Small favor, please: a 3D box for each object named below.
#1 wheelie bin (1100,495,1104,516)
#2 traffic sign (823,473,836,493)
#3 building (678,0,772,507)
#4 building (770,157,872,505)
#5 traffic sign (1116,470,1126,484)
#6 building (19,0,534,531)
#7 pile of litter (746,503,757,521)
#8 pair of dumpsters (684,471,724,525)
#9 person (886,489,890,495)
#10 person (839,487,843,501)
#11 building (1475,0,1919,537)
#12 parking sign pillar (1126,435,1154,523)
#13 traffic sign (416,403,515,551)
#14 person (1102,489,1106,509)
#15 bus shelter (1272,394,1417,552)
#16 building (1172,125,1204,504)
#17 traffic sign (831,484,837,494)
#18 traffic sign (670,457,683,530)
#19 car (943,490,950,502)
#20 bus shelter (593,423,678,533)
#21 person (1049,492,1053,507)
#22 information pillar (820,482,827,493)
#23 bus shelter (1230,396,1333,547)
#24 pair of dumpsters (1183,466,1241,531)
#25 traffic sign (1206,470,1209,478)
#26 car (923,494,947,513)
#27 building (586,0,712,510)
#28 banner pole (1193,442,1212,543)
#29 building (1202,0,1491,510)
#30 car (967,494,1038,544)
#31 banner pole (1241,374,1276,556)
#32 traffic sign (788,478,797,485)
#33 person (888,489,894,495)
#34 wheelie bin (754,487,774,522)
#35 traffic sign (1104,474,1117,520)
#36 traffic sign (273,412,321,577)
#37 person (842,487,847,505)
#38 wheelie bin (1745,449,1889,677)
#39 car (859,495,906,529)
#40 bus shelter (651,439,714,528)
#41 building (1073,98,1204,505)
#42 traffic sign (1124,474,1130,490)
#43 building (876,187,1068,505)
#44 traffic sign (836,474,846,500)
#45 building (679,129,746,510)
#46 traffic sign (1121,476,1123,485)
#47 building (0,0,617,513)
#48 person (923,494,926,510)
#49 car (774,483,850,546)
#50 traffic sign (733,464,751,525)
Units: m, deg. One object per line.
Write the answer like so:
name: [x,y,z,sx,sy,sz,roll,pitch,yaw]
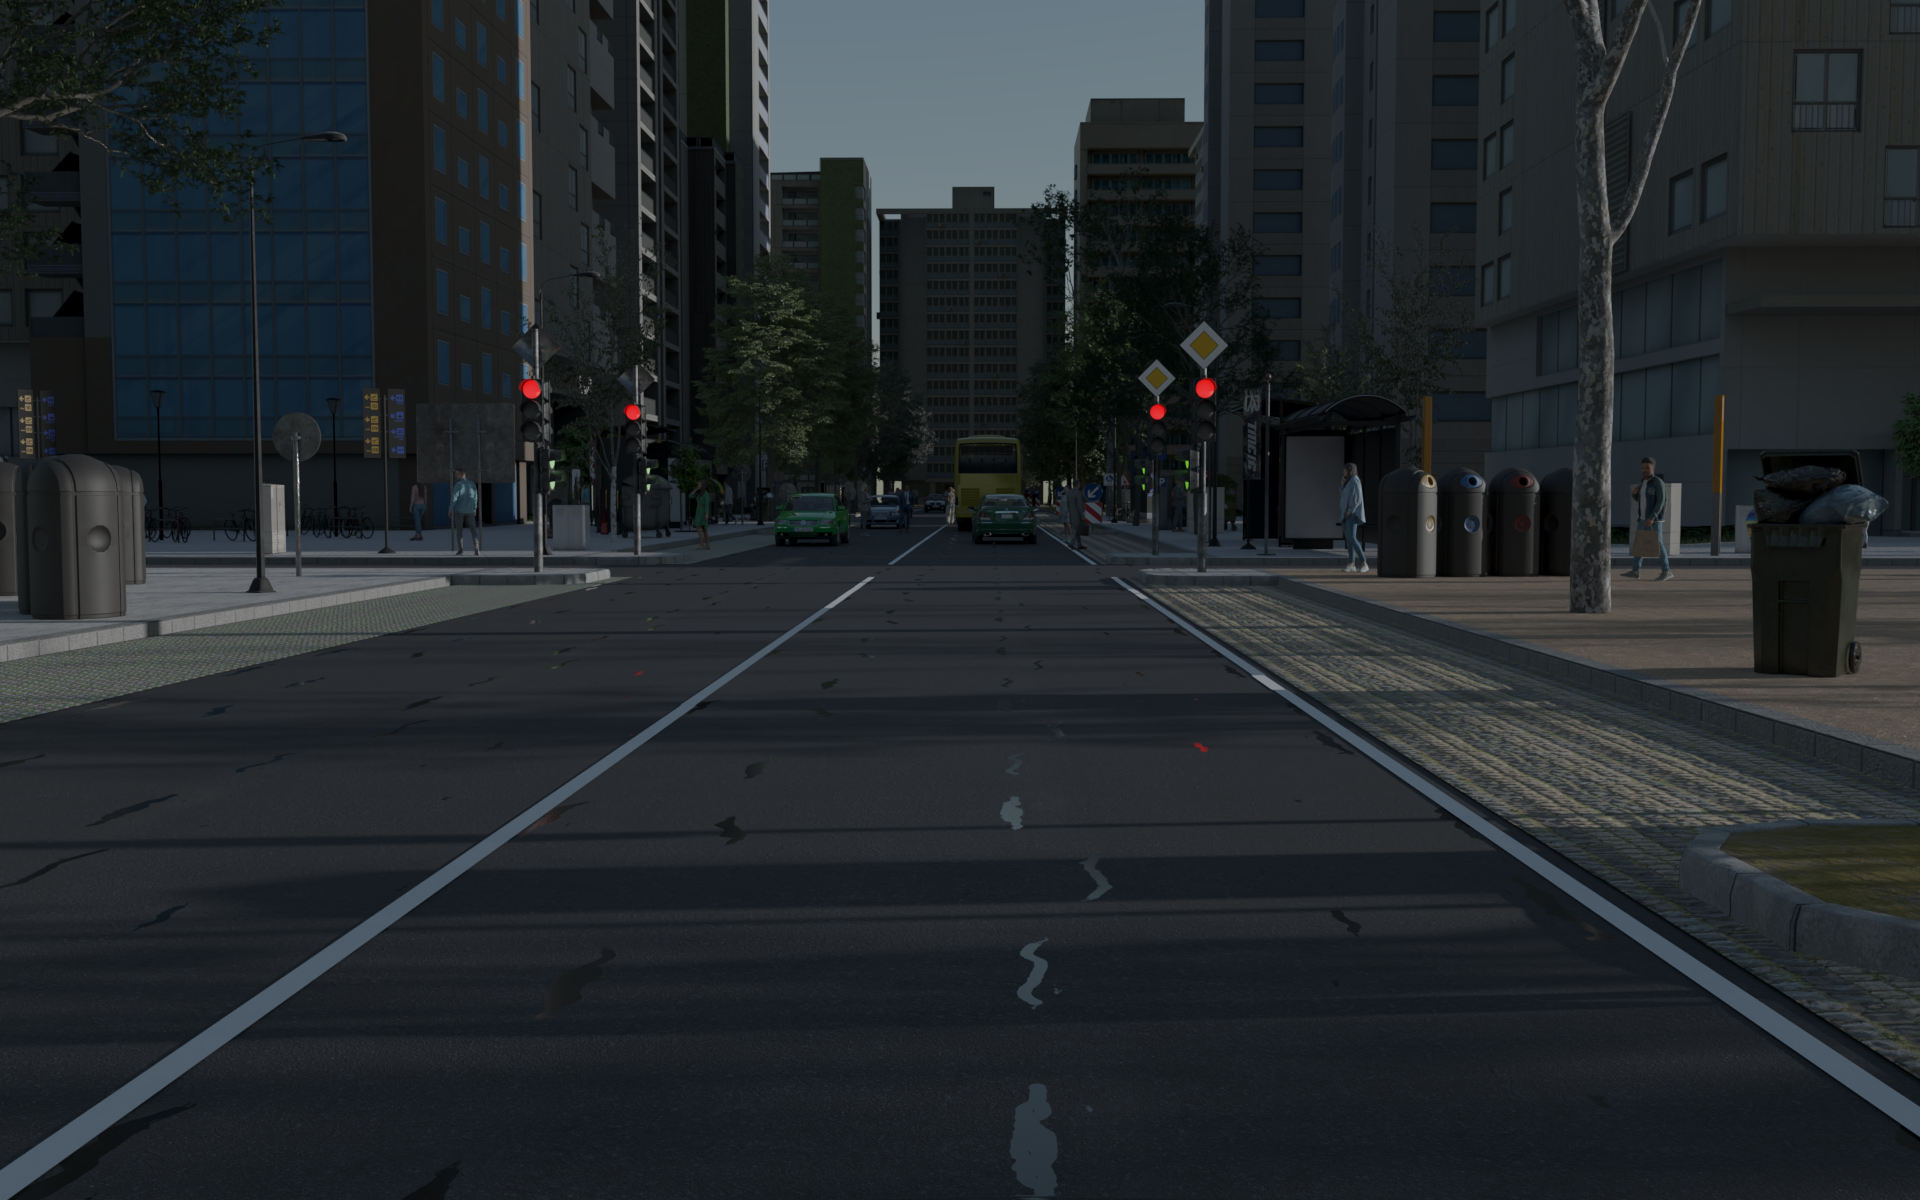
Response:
wheelie bin: [7.940,-5.665,100.539,0.693,1.594,0.980,-1,4,-15]
traffic sign: [-7.791,-6.305,103.186,0.768,2.556,0.104,0,4,7]
building: [-32.653,-38.129,165.405,28.212,58.520,21.231,0,4,1]
building: [-18.139,-32.393,213.220,14.086,41.232,14.154,0,4,1]
traffic sign: [7.987,-5.375,87.881,0.884,2.594,0.081,0,4,3]
building: [-25.236,-25.455,66.296,14.600,45.320,14.200,0,4,1]
pile of litter: [-9.730,-4.259,83.600,1.176,0.858,1.719,0,4,-8]
pair of dumpsters: [-10.903,-4.266,72.245,1.574,2.255,4.437,0,4,1]
person: [-7.440,-10.894,184.095,1.348,1.831,0.705,-2,4,-27]
person: [-9.312,-8.039,137.485,0.705,1.824,1.348,-3,5,-42]
building: [35.290,-28.875,61.348,27.495,52.752,28.713,0,4,1]
parking sign pillar: [8.069,-5.387,76.557,1.447,3.967,1.447,-2,4,-29]
traffic sign: [-11.103,-2.754,38.901,2.265,3.308,0.079,0,4,5]
person: [12.113,-8.506,145.923,0.742,1.727,0.445,-1,4,-9]
bus shelter: [8.245,-2.679,37.732,2.014,3.302,5.546,0,4,1]
building: [35.069,-28.813,162.978,32.217,40.220,23.993,0,4,1]
traffic sign: [-8.085,-6.789,111.107,0.768,2.556,0.104,0,4,2]
traffic sign: [-9.643,-3.656,59.881,0.768,2.556,0.104,0,4,3]
car: [-0.829,-10.223,175.822,2.281,1.827,5.304,0,4,1]
bus shelter: [-11.180,-4.210,60.115,1.731,3.624,6.357,0,4,1]
person: [8.959,-9.921,168.780,0.750,1.759,0.617,3,5,43]
information pillar: [-8.384,-6.228,106.323,0.304,2.012,0.304,1,4,19]
bus shelter: [8.265,-3.274,44.817,1.731,3.624,6.357,0,4,1]
pair of dumpsters: [8.950,-3.621,61.694,1.574,2.255,4.437,0,4,1]
traffic sign: [8.154,-3.634,59.416,0.884,2.594,0.081,0,4,2]
car: [-1.868,-7.637,134.651,2.009,1.686,4.222,0,4,0]
building: [-28.630,-41.802,121.708,20.563,71.187,20.611,0,4,1]
banner pole: [6.427,-3.402,45.636,0.401,3.779,0.863,-3,4,-37]
building: [29.760,-36.335,136.081,21.231,58.520,28.212,0,4,1]
car: [1.291,-2.414,51.273,2.131,1.459,4.920,0,4,-1]
banner pole: [6.251,-2.832,36.326,0.401,3.779,0.863,-3,5,-44]
traffic sign: [-10.404,-6.454,107.644,0.606,2.300,0.079,1,4,8]
person: [-5.091,-7.427,129.801,0.709,1.838,0.599,1,4,19]
wheelie bin: [-9.041,-4.401,79.867,0.980,1.594,0.693,0,4,6]
traffic sign: [7.468,-5.162,86.529,0.606,2.300,0.079,0,4,2]
traffic sign: [-10.300,-1.639,26.903,0.768,2.556,0.104,0,4,4]
person: [-8.489,-7.396,127.100,0.705,1.807,1.348,0,4,5]
wheelie bin: [6.059,-0.271,12.345,0.980,1.594,0.693,3,5,41]
car: [-3.224,-3.742,73.177,2.014,1.417,4.499,0,4,1]
bus shelter: [-10.917,-4.471,67.019,2.014,3.302,5.546,0,4,1]
building: [24.832,-36.200,215.567,21.600,48.544,21.300,0,4,1]
traffic sign: [10.603,-6.840,111.844,0.884,2.594,0.081,1,4,9]
building: [1.648,-32.400,221.619,23.993,40.220,32.217,0,4,1]
traffic sign: [-7.514,-6.649,108.816,0.768,2.556,0.104,0,4,6]
building: [-25.394,-22.540,140.223,14.160,30.474,14.107,0,4,1]
traffic sign: [7.885,-5.172,86.696,0.606,2.300,0.079,1,4,9]
building: [-34.663,-30.935,95.032,28.713,52.752,27.495,0,4,1]
person: [-3.115,-8.837,156.210,0.599,1.433,0.991,0,4,-2]
car: [-4.170,-2.472,49.218,1.959,1.807,4.718,0,4,2]
traffic sign: [-9.095,-4.418,72.334,0.768,2.556,0.104,0,4,4]
